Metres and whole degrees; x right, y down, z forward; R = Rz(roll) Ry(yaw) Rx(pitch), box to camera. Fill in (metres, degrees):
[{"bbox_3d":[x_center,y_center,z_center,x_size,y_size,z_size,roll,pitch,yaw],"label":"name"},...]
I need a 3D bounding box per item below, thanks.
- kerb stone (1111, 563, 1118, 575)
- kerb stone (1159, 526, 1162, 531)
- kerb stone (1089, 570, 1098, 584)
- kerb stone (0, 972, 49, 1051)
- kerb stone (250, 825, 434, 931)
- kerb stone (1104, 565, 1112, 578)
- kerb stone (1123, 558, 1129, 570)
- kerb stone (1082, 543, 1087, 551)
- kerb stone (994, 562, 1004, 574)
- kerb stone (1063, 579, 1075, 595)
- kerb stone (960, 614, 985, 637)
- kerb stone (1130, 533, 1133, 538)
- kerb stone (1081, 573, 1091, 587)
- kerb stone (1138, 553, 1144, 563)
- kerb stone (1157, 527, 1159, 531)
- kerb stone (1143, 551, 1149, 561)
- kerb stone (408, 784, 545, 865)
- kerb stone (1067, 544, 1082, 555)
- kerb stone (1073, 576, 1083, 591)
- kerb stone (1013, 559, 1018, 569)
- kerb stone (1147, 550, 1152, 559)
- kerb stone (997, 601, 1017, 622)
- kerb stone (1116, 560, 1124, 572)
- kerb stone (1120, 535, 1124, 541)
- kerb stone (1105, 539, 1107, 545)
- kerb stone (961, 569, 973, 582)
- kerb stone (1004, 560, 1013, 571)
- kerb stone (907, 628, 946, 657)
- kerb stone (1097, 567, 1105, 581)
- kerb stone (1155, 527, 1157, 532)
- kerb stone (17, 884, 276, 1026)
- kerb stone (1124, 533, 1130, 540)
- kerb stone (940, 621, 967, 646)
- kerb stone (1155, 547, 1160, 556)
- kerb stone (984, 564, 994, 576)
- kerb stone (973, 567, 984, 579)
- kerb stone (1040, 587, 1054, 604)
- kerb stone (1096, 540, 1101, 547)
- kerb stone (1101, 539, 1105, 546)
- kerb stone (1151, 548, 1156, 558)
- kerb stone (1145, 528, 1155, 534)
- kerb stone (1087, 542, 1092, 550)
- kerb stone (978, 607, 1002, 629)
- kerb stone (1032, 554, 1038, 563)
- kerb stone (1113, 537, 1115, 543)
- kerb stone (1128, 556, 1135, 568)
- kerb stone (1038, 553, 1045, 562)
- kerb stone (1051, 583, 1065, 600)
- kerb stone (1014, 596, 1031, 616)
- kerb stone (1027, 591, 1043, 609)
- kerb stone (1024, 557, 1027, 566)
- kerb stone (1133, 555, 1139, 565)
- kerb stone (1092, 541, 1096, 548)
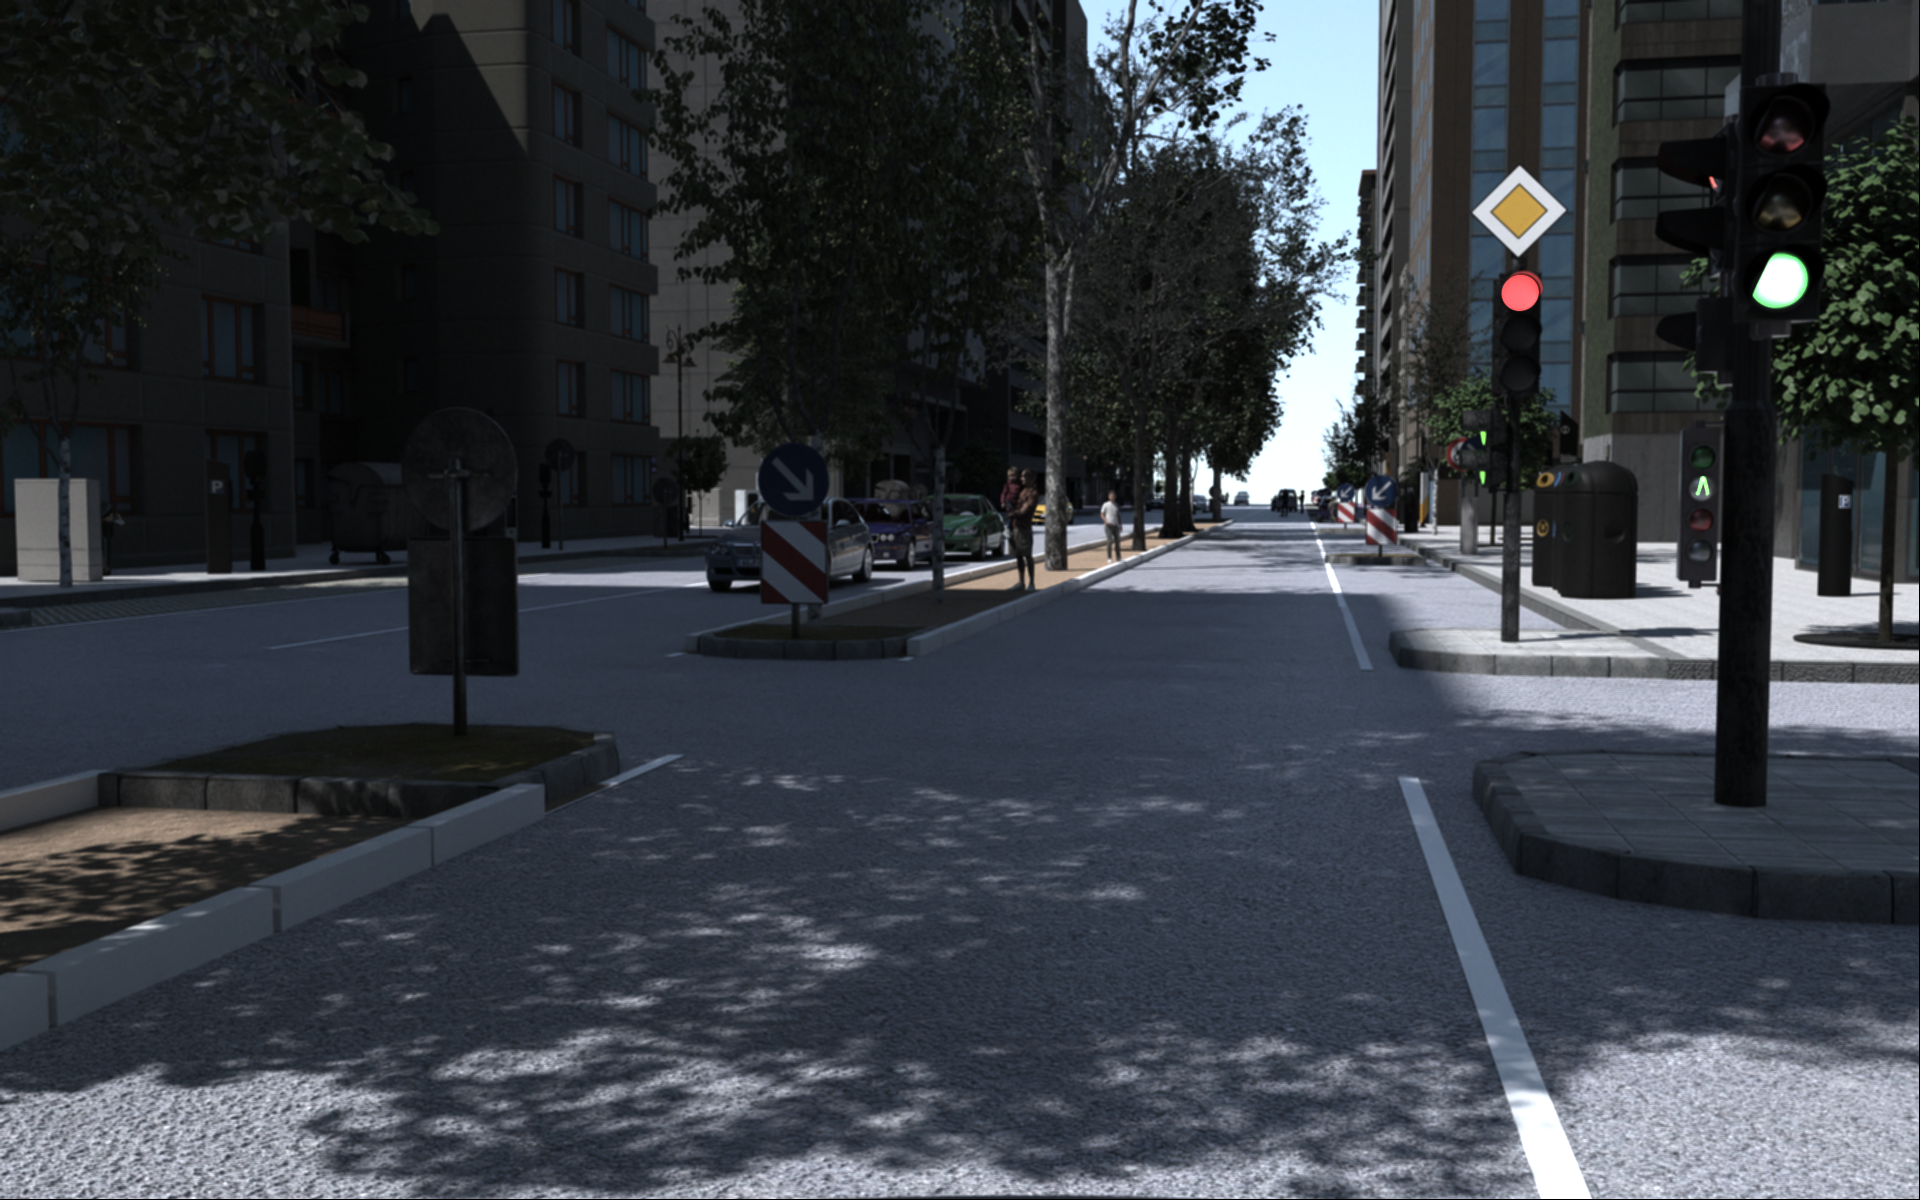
[{"bbox_3d":[2.655,-0.526,30.801,0.120,0.150,1.000,1,4,11],"label":"kerb stone"},{"bbox_3d":[7.538,-2.707,66.451,0.120,0.150,1.000,1,4,11],"label":"kerb stone"},{"bbox_3d":[2.058,-0.341,27.790,0.120,0.150,1.000,1,4,11],"label":"kerb stone"},{"bbox_3d":[-2.590,1.104,4.146,0.120,0.150,1.000,1,4,11],"label":"kerb stone"},{"bbox_3d":[-2.186,0.981,6.172,0.120,0.150,1.000,1,4,11],"label":"kerb stone"},{"bbox_3d":[2.457,-0.464,29.798,0.120,0.150,1.000,1,4,11],"label":"kerb stone"},{"bbox_3d":[3.055,-0.647,32.818,0.120,0.150,1.000,1,4,11],"label":"kerb stone"},{"bbox_3d":[2.992,-1.294,43.348,0.120,0.150,1.000,1,4,11],"label":"kerb stone"},{"bbox_3d":[0.613,-0.555,31.276,0.120,0.150,1.000,1,4,11],"label":"kerb stone"},{"bbox_3d":[1.481,-0.157,24.769,0.120,0.150,1.000,1,4,11],"label":"kerb stone"},{"bbox_3d":[0.084,0.276,17.730,0.120,0.150,1.000,1,4,11],"label":"kerb stone"},{"bbox_3d":[5.368,-2.031,55.398,0.120,0.150,1.000,1,4,11],"label":"kerb stone"},{"bbox_3d":[1.869,-0.275,26.786,0.120,0.150,1.000,1,4,11],"label":"kerb stone"},{"bbox_3d":[3.648,-0.832,35.832,0.120,0.150,1.000,1,4,11],"label":"kerb stone"},{"bbox_3d":[7.341,-2.645,65.448,0.120,0.150,1.000,1,4,11],"label":"kerb stone"},{"bbox_3d":[3.855,-0.896,36.844,0.120,0.150,1.000,1,4,11],"label":"kerb stone"},{"bbox_3d":[-1.991,0.919,7.176,0.120,0.150,1.000,1,4,11],"label":"kerb stone"},{"bbox_3d":[2.793,-1.232,42.344,0.120,0.150,1.000,1,4,11],"label":"kerb stone"},{"bbox_3d":[1.668,-0.219,25.774,0.120,0.150,1.000,1,4,11],"label":"kerb stone"},{"bbox_3d":[1.009,-0.678,33.292,0.120,0.150,1.000,1,4,11],"label":"kerb stone"},{"bbox_3d":[4.044,-0.957,37.850,0.120,0.150,1.000,1,4,11],"label":"kerb stone"},{"bbox_3d":[0.482,0.150,19.743,0.120,0.150,1.000,1,4,11],"label":"kerb stone"},{"bbox_3d":[2.856,-0.588,31.811,0.120,0.150,1.000,1,4,11],"label":"kerb stone"},{"bbox_3d":[4.770,-1.846,52.375,0.120,0.150,1.000,1,4,11],"label":"kerb stone"},{"bbox_3d":[3.977,-1.601,48.364,0.120,0.150,1.000,1,4,11],"label":"kerb stone"},{"bbox_3d":[0.015,-0.371,28.267,0.120,0.150,1.000,1,4,11],"label":"kerb stone"},{"bbox_3d":[0.807,-0.616,32.281,0.120,0.150,1.000,1,4,11],"label":"kerb stone"},{"bbox_3d":[-0.313,0.396,15.724,0.120,0.150,1.000,1,4,11],"label":"kerb stone"},{"bbox_3d":[2.254,-0.403,28.793,0.120,0.150,1.000,1,4,11],"label":"kerb stone"},{"bbox_3d":[7.147,-2.584,64.444,0.120,0.150,1.000,1,4,11],"label":"kerb stone"},{"bbox_3d":[-2.391,1.042,5.158,0.120,0.150,1.000,1,4,11],"label":"kerb stone"},{"bbox_3d":[5.166,-1.969,54.395,0.120,0.150,1.000,1,4,11],"label":"kerb stone"},{"bbox_3d":[-0.114,0.334,16.727,0.120,0.150,1.000,1,4,11],"label":"kerb stone"},{"bbox_3d":[4.434,-1.080,39.859,0.120,0.150,1.000,1,4,11],"label":"kerb stone"},{"bbox_3d":[0.412,-0.494,30.274,0.120,0.150,1.000,1,4,11],"label":"kerb stone"},{"bbox_3d":[0.220,-0.433,29.269,0.120,0.150,1.000,1,4,11],"label":"kerb stone"},{"bbox_3d":[1.073,-0.034,22.752,0.120,0.150,1.000,1,4,11],"label":"kerb stone"},{"bbox_3d":[3.582,-1.478,46.358,0.120,0.150,1.000,1,4,11],"label":"kerb stone"},{"bbox_3d":[3.785,-1.535,47.360,0.120,0.150,1.000,1,4,11],"label":"kerb stone"},{"bbox_3d":[4.245,-1.019,38.852,0.120,0.150,1.000,1,4,11],"label":"kerb stone"},{"bbox_3d":[6.949,-2.523,63.442,0.120,0.150,1.000,1,4,11],"label":"kerb stone"},{"bbox_3d":[3.192,-1.355,44.350,0.120,0.150,1.000,1,4,11],"label":"kerb stone"},{"bbox_3d":[0.278,0.212,18.733,0.120,0.150,1.000,1,4,11],"label":"kerb stone"},{"bbox_3d":[1.403,-0.799,35.301,0.120,0.150,1.000,1,4,11],"label":"kerb stone"},{"bbox_3d":[4.373,-1.723,50.369,0.120,0.150,1.000,1,4,11],"label":"kerb stone"},{"bbox_3d":[3.259,-0.708,33.820,0.120,0.150,1.000,1,4,11],"label":"kerb stone"},{"bbox_3d":[1.605,-0.861,36.311,0.120,0.150,1.000,1,4,11],"label":"kerb stone"},{"bbox_3d":[1.273,-0.096,23.762,0.120,0.150,1.000,1,4,11],"label":"kerb stone"},{"bbox_3d":[0.687,0.089,20.745,0.120,0.150,1.000,1,4,11],"label":"kerb stone"},{"bbox_3d":[0.873,0.027,21.750,0.120,0.150,1.000,1,4,11],"label":"kerb stone"},{"bbox_3d":[1.211,-0.740,34.294,0.120,0.150,1.000,1,4,11],"label":"kerb stone"},{"bbox_3d":[3.451,-0.773,34.829,0.120,0.150,1.000,1,4,11],"label":"kerb stone"},{"bbox_3d":[3.389,-1.414,45.353,0.120,0.150,1.000,1,4,11],"label":"kerb stone"}]
